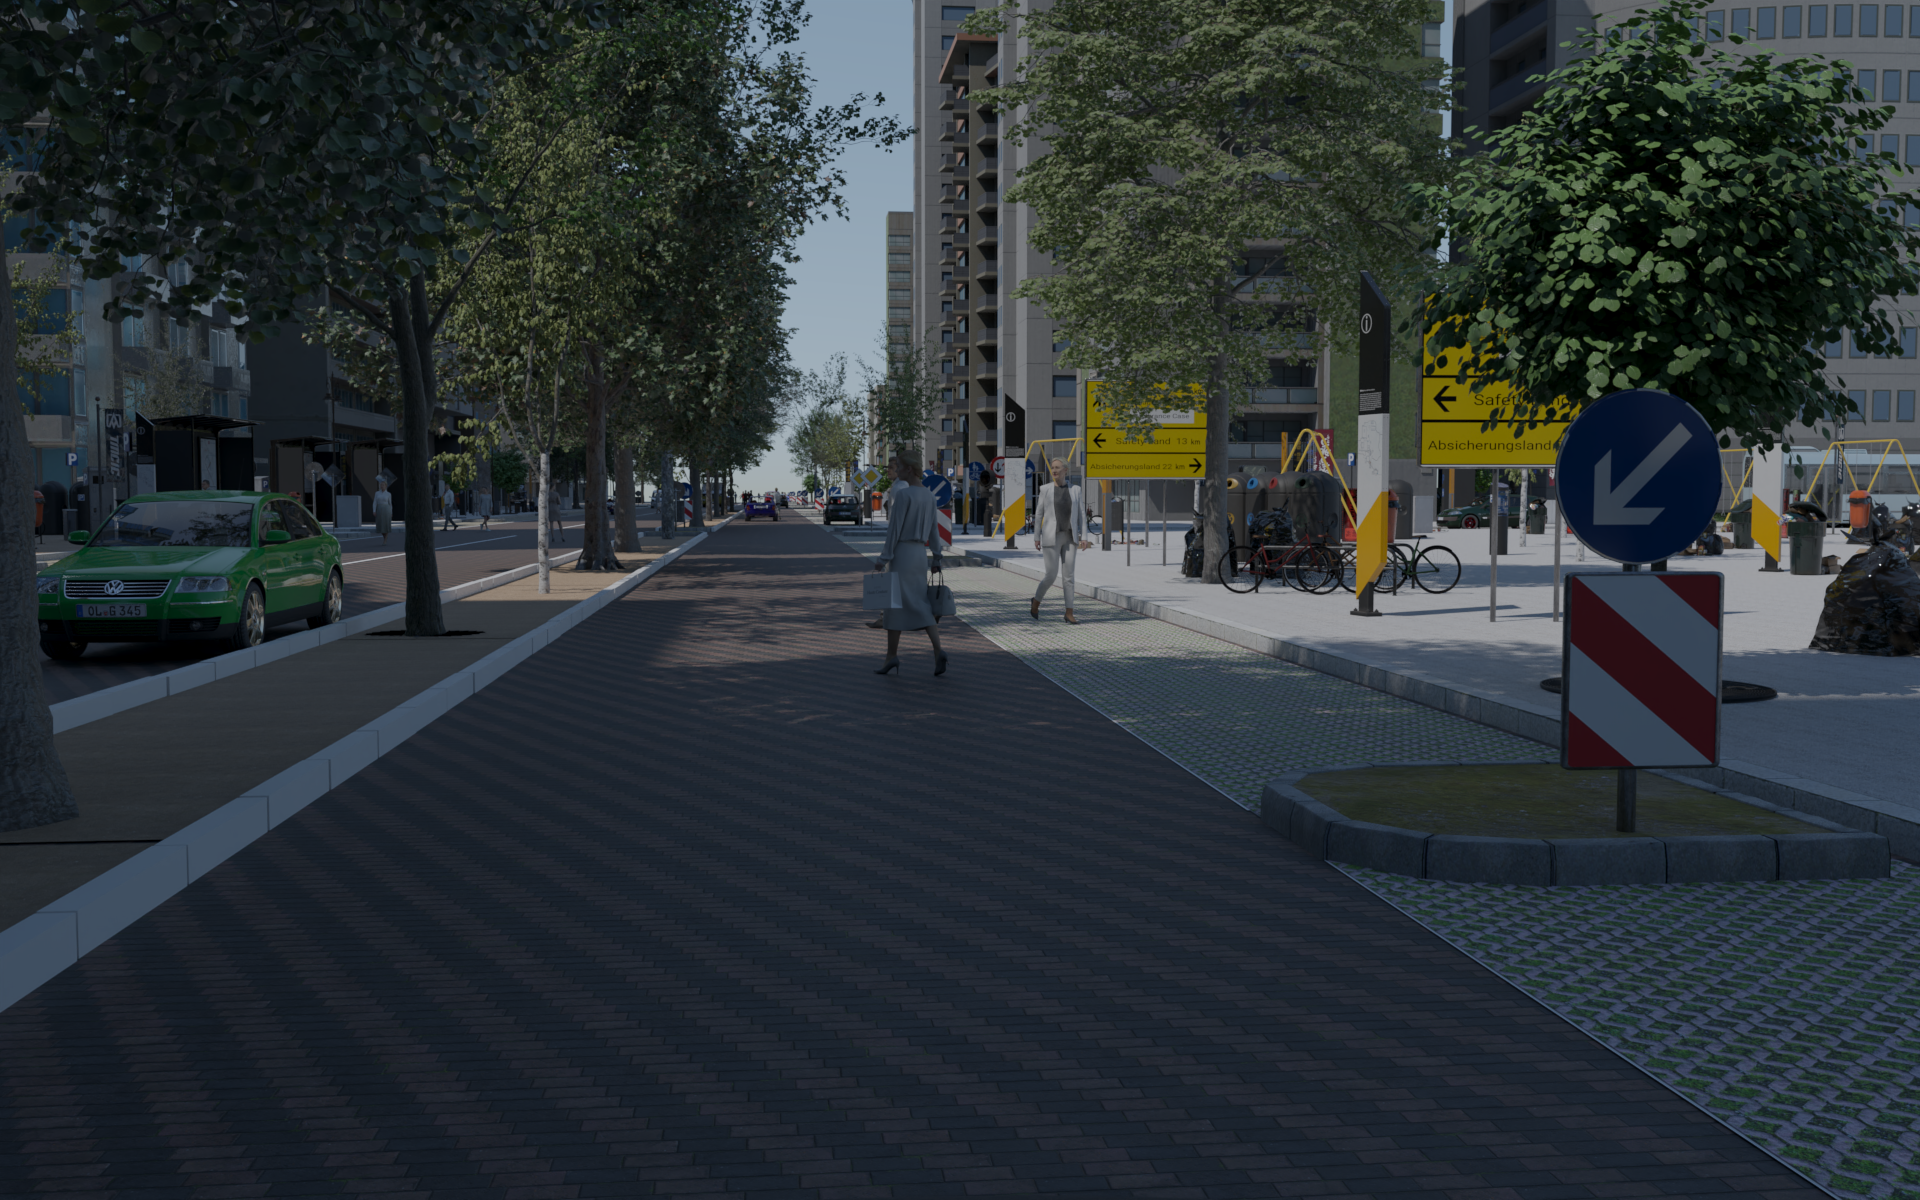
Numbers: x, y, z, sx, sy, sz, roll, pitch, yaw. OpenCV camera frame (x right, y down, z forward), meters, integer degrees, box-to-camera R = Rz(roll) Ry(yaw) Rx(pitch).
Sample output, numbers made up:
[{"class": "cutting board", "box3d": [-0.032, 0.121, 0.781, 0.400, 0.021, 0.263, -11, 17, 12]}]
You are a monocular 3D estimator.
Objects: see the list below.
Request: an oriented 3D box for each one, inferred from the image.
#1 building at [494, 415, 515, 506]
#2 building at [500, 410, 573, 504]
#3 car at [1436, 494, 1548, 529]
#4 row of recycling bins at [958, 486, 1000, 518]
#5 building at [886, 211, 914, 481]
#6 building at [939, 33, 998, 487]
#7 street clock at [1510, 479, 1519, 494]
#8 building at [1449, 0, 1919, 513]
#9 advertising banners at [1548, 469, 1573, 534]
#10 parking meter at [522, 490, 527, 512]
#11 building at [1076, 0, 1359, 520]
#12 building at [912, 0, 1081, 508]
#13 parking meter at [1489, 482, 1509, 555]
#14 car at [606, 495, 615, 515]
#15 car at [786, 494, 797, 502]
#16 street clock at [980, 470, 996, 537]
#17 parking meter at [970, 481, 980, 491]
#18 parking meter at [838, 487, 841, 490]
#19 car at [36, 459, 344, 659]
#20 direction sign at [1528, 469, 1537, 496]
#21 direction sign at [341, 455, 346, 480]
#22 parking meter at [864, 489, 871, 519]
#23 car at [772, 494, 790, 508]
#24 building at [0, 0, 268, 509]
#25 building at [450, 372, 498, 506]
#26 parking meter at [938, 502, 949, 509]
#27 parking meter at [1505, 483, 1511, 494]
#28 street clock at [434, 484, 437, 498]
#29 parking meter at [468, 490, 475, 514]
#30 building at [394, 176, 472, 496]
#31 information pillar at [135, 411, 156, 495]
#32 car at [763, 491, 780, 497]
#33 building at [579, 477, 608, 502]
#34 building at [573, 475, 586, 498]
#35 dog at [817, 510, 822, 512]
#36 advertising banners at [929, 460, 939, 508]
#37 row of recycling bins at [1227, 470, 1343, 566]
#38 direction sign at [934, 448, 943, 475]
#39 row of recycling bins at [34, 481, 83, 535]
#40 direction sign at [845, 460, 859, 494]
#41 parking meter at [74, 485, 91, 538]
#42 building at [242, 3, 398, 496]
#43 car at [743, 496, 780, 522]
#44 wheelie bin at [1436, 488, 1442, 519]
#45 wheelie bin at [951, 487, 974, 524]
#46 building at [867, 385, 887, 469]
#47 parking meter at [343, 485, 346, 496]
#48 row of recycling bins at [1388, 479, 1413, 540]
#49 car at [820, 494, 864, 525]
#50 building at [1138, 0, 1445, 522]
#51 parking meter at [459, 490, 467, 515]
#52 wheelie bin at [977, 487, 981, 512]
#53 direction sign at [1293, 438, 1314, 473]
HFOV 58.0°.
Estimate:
[{"class": "building", "box3d": [-59.238, -45.856, 187.998, 20.563, 71.187, 20.611, 0, 4, -6]}, {"class": "building", "box3d": [-61.455, -33.927, 238.292, 14.154, 41.232, 14.086, 0, 4, -6]}, {"class": "car", "box3d": [20.641, -3.509, 67.153, 4.222, 1.686, 2.009, 0, 4, -6]}, {"class": "row of recycling bins", "box3d": [0.982, -5.392, 95.273, 1.069, 1.692, 3.534, -3, 4, -37]}, {"class": "building", "box3d": [-3.857, -34.802, 252.604, 14.154, 41.232, 14.086, 0, 4, -6]}, {"class": "building", "box3d": [9.538, -31.263, 165.774, 22.147, 44.769, 28.867, 0, 4, -6]}, {"class": "street clock", "box3d": [27.483, -4.976, 85.930, 0.471, 2.002, 0.358, -3, 5, -43]}, {"class": "building", "box3d": [42.948, -33.606, 91.462, 28.212, 58.520, 21.231, 0, 4, -6]}, {"class": "advertising banners", "box3d": [19.616, -3.618, 55.341, 0.090, 3.025, 2.074, -3, 4, -36]}, {"class": "parking meter", "box3d": [-30.492, -6.900, 121.224, 0.372, 1.533, 0.369, 0, 3, 0]}, {"class": "building", "box3d": [13.766, -25.524, 100.904, 14.154, 41.232, 14.086, 0, 4, -6]}, {"class": "building", "box3d": [5.288, -39.851, 193.565, 21.231, 58.520, 28.212, 0, 4, -6]}, {"class": "parking meter", "box3d": [11.337, -1.713, 36.423, 0.372, 1.533, 0.369, 0, 3, 0]}, {"class": "car", "box3d": [-24.782, -6.606, 120.596, 1.945, 1.354, 3.894, 0, 4, -5]}, {"class": "car", "box3d": [-27.652, -16.724, 283.034, 1.945, 1.707, 3.694, 0, 4, -8]}, {"class": "street clock", "box3d": [0.830, -2.883, 51.710, 0.358, 2.002, 0.471, -3, 5, -44]}, {"class": "parking meter", "box3d": [0.748, -5.334, 92.919, 0.399, 1.863, 0.255, -1, 4, -15]}, {"class": "parking meter", "box3d": [-9.675, -8.160, 139.133, 0.255, 1.863, 0.399, 0, 4, -8]}, {"class": "car", "box3d": [-7.219, -0.473, 16.525, 1.959, 1.807, 4.718, 0, 4, -6]}, {"class": "direction sign", "box3d": [24.068, -4.954, 72.996, 0.876, 3.537, 0.379, -3, 5, -43]}, {"class": "direction sign", "box3d": [-35.100, -6.562, 99.290, 0.876, 3.537, 0.379, 1, 4, 20]}, {"class": "parking meter", "box3d": [-4.844, -5.042, 90.848, 0.372, 1.533, 0.369, 0, 3, 0]}, {"class": "car", "box3d": [-18.074, -10.017, 173.561, 2.009, 1.686, 4.222, 0, 4, -5]}, {"class": "building", "box3d": [-49.977, -28.579, 86.872, 23.786, 49.044, 30.456, 0, 4, -6]}, {"class": "building", "box3d": [-54.326, -31.911, 171.847, 14.600, 45.320, 14.200, 0, 4, -6]}, {"class": "parking meter", "box3d": [-0.667, -3.832, 71.068, 0.372, 1.533, 0.369, 0, 3, 0]}, {"class": "parking meter", "box3d": [27.622, -5.004, 87.523, 0.255, 1.863, 0.399, -1, 4, -19]}, {"class": "street clock", "box3d": [-38.065, -7.393, 125.442, 0.358, 2.002, 0.471, -2, 4, -23]}, {"class": "parking meter", "box3d": [-32.005, -6.427, 113.490, 0.372, 1.533, 0.369, 0, 3, 0]}, {"class": "building", "box3d": [-58.160, -34.314, 150.270, 28.713, 52.752, 27.495, 0, 4, -6]}, {"class": "information pillar", "box3d": [-22.879, -3.505, 48.669, 0.504, 3.616, 0.183, 0, 4, -2]}, {"class": "car", "box3d": [-22.063, -11.962, 204.253, 2.281, 1.827, 5.304, 0, 4, -8]}, {"class": "building", "box3d": [-65.393, -36.638, 282.620, 14.154, 41.232, 14.086, 0, 4, -6]}, {"class": "building", "box3d": [-69.034, -39.143, 259.589, 23.786, 49.044, 30.456, 0, 4, -6]}, {"class": "dog", "box3d": [-11.173, -7.334, 136.744, 0.800, 0.831, 0.513, -2, 4, -30]}, {"class": "advertising banners", "box3d": [-1.064, -5.788, 90.824, 0.090, 3.025, 2.074, 2, 4, 33]}, {"class": "row of recycling bins", "box3d": [5.804, -1.500, 31.633, 1.069, 1.692, 3.534, -1, 4, -20]}, {"class": "direction sign", "box3d": [-0.996, -5.773, 86.384, 0.379, 3.537, 0.876, 1, 4, 17]}, {"class": "row of recycling bins", "box3d": [-28.848, -2.896, 54.463, 3.534, 1.692, 1.069, 0, 4, 7]}, {"class": "direction sign", "box3d": [-7.150, -7.502, 114.649, 0.876, 3.537, 0.379, 0, 4, 0]}, {"class": "parking meter", "box3d": [-23.875, -2.368, 47.121, 0.372, 1.533, 0.369, 0, 3, 0]}, {"class": "building", "box3d": [-52.796, -30.400, 120.747, 21.300, 48.544, 21.600, 0, 4, -6]}, {"class": "car", "box3d": [-10.496, -4.835, 91.630, 1.945, 1.354, 3.894, 0, 4, -5]}, {"class": "wheelie bin", "box3d": [23.719, -4.762, 85.774, 0.980, 1.594, 0.693, -3, 5, -45]}, {"class": "wheelie bin", "box3d": [0.068, -3.990, 73.140, 0.693, 1.594, 0.980, 1, 4, 12]}, {"class": "building", "box3d": [-0.901, -27.177, 289.389, 27.650, 21.520, 28.899, 0, 4, -6]}, {"class": "parking meter", "box3d": [-39.753, -6.519, 112.299, 0.255, 1.863, 0.399, 2, 4, 33]}, {"class": "row of recycling bins", "box3d": [12.659, -2.644, 50.340, 1.069, 1.692, 3.534, 1, 4, 11]}, {"class": "car", "box3d": [-5.418, -4.295, 80.004, 2.009, 1.686, 4.222, 0, 4, -7]}, {"class": "building", "box3d": [14.405, -24.543, 84.869, 14.086, 41.232, 14.154, 0, 4, -6]}, {"class": "parking meter", "box3d": [-30.119, -6.064, 104.862, 0.399, 1.863, 0.255, 1, 4, 11]}, {"class": "wheelie bin", "box3d": [0.521, -4.171, 76.106, 0.980, 1.594, 0.693, 3, 5, 39]}, {"class": "direction sign", "box3d": [13.859, -4.766, 69.925, 0.876, 3.537, 0.379, 2, 4, 32]}]
